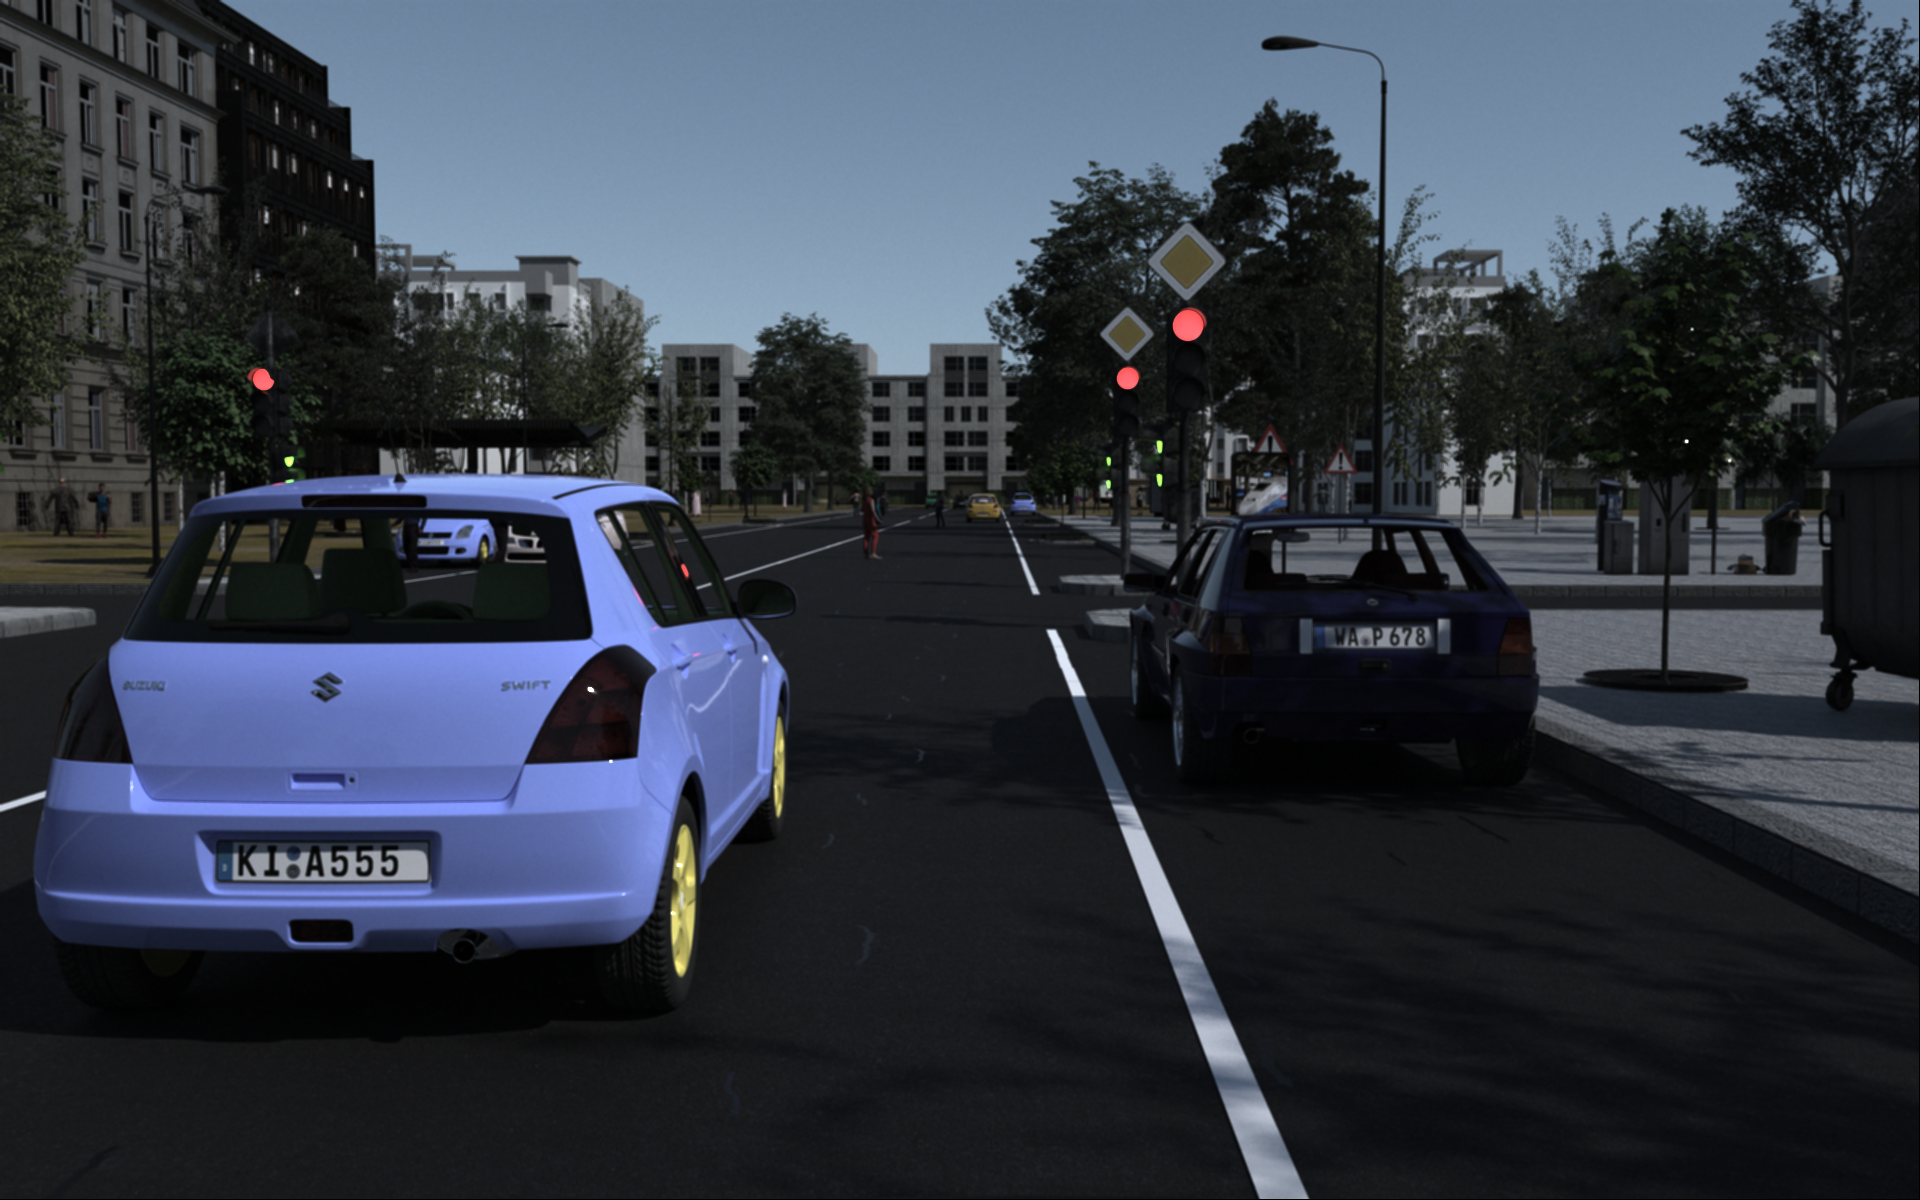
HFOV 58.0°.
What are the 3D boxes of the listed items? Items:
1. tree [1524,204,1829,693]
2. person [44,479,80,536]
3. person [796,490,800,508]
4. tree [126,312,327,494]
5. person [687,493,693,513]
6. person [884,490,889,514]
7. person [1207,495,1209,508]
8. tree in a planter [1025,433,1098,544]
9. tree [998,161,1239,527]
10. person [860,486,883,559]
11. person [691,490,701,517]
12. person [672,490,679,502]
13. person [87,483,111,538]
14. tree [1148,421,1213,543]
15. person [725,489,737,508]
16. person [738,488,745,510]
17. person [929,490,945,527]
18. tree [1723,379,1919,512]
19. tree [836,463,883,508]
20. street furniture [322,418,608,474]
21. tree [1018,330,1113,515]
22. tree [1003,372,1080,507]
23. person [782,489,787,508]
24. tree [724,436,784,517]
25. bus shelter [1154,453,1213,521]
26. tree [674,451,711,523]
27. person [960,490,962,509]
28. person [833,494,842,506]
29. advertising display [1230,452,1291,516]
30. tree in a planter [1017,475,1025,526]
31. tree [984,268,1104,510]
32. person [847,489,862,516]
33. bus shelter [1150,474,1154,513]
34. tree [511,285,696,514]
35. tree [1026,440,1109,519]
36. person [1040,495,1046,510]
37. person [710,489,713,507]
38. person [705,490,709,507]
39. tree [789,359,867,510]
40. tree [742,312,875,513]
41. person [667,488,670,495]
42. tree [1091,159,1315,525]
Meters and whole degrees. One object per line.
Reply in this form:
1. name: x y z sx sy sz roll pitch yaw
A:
1. tree: 4.778 -1.048 11.734 1.663 3.219 1.824 0 3 0
2. person: -27.566 -2.848 53.162 0.990 1.755 0.434 -2 4 -29
3. person: -15.419 -9.635 165.038 0.415 1.643 0.593 0 4 5
4. tree: -13.257 -2.910 31.293 4.285 4.588 4.351 0 3 0
5. person: -18.493 -6.859 118.738 0.434 1.755 0.990 -2 4 -35
6. person: -5.449 -7.182 126.838 0.541 1.710 0.530 1 4 21
7. person: 22.316 -9.005 156.503 0.421 1.427 0.697 2 4 28
8. tree in a planter: 2.996 -3.255 50.440 1.991 3.239 1.994 0 4 1
9. tree: 6.366 -9.846 67.641 9.857 13.997 8.962 0 3 0
10. person: -1.971 -1.732 38.525 0.444 1.614 0.593 -1 4 -12
11. person: -14.838 -5.541 97.312 0.621 1.740 0.551 1 4 20
12. person: -13.967 -4.595 83.860 0.600 1.496 0.574 -2 4 -30
13. person: -25.077 -2.602 50.461 0.647 1.594 0.662 -2 4 -24
14. tree: 5.661 -3.126 45.705 1.663 3.219 1.824 0 3 0
15. person: -20.853 -9.239 157.778 1.217 1.739 0.721 -2 4 -33
16. person: -17.581 -8.131 139.427 0.568 1.767 0.683 2 4 32
17. person: -0.908 -3.912 74.419 0.435 1.587 0.963 -3 5 -40
18. tree: 51.554 -7.881 91.753 20.602 7.101 11.467 1 4 17
19. tree: -9.508 -11.775 176.237 4.285 4.588 4.351 0 3 0
20. street furniture: -15.282 -3.805 54.312 7.346 3.524 5.398 0 4 1
21. tree: 6.994 -11.356 107.732 6.751 12.117 7.091 0 3 0
22. tree: 8.494 -15.822 166.105 7.806 13.903 7.818 0 3 0
23. person: -15.554 -8.996 153.792 0.551 1.740 0.621 2 4 24
24. tree: -11.648 -6.972 97.702 4.285 4.588 4.351 0 3 0
25. bus shelter: 10.481 -5.329 81.045 2.014 3.302 5.546 0 4 1
26. tree: -12.111 -5.129 78.460 1.663 3.219 1.824 0 3 0
27. person: 0.085 -9.997 171.981 0.705 1.821 1.348 0 4 -4
28. person: -12.710 -10.273 179.727 1.065 1.426 0.557 0 4 7
29. advertising display: 4.598 -1.303 26.516 0.974 1.923 0.123 -1 4 -20
30. tree in a planter: 3.552 -4.902 77.378 1.991 3.239 1.994 0 4 1
31. tree: 9.042 -17.337 139.345 12.611 20.169 13.585 0 3 0
32. person: -6.765 -6.314 112.436 1.217 1.736 0.721 -2 4 -30
33. bus shelter: 11.454 -6.197 95.243 2.014 3.302 5.546 0 4 1
34. tree: -12.337 -6.731 60.410 4.737 8.622 4.395 0 3 0
35. tree: 6.453 -6.438 88.975 4.285 4.588 4.351 0 3 0
36. person: 6.904 -8.286 142.994 0.593 1.643 0.415 1 4 14
37. person: -24.438 -10.024 169.952 0.705 1.821 1.348 -1 4 -20
38. person: -25.086 -10.117 172.242 0.721 1.735 1.217 -1 4 -18
39. tree: -10.179 -13.088 136.041 6.751 12.117 7.091 0 3 0
40. tree: -10.593 -13.032 119.735 9.857 13.997 8.962 0 3 0
41. person: -23.899 -8.311 142.380 0.683 1.767 0.568 1 4 16
42. tree: 5.031 -5.324 37.407 4.360 8.622 3.978 0 3 0
